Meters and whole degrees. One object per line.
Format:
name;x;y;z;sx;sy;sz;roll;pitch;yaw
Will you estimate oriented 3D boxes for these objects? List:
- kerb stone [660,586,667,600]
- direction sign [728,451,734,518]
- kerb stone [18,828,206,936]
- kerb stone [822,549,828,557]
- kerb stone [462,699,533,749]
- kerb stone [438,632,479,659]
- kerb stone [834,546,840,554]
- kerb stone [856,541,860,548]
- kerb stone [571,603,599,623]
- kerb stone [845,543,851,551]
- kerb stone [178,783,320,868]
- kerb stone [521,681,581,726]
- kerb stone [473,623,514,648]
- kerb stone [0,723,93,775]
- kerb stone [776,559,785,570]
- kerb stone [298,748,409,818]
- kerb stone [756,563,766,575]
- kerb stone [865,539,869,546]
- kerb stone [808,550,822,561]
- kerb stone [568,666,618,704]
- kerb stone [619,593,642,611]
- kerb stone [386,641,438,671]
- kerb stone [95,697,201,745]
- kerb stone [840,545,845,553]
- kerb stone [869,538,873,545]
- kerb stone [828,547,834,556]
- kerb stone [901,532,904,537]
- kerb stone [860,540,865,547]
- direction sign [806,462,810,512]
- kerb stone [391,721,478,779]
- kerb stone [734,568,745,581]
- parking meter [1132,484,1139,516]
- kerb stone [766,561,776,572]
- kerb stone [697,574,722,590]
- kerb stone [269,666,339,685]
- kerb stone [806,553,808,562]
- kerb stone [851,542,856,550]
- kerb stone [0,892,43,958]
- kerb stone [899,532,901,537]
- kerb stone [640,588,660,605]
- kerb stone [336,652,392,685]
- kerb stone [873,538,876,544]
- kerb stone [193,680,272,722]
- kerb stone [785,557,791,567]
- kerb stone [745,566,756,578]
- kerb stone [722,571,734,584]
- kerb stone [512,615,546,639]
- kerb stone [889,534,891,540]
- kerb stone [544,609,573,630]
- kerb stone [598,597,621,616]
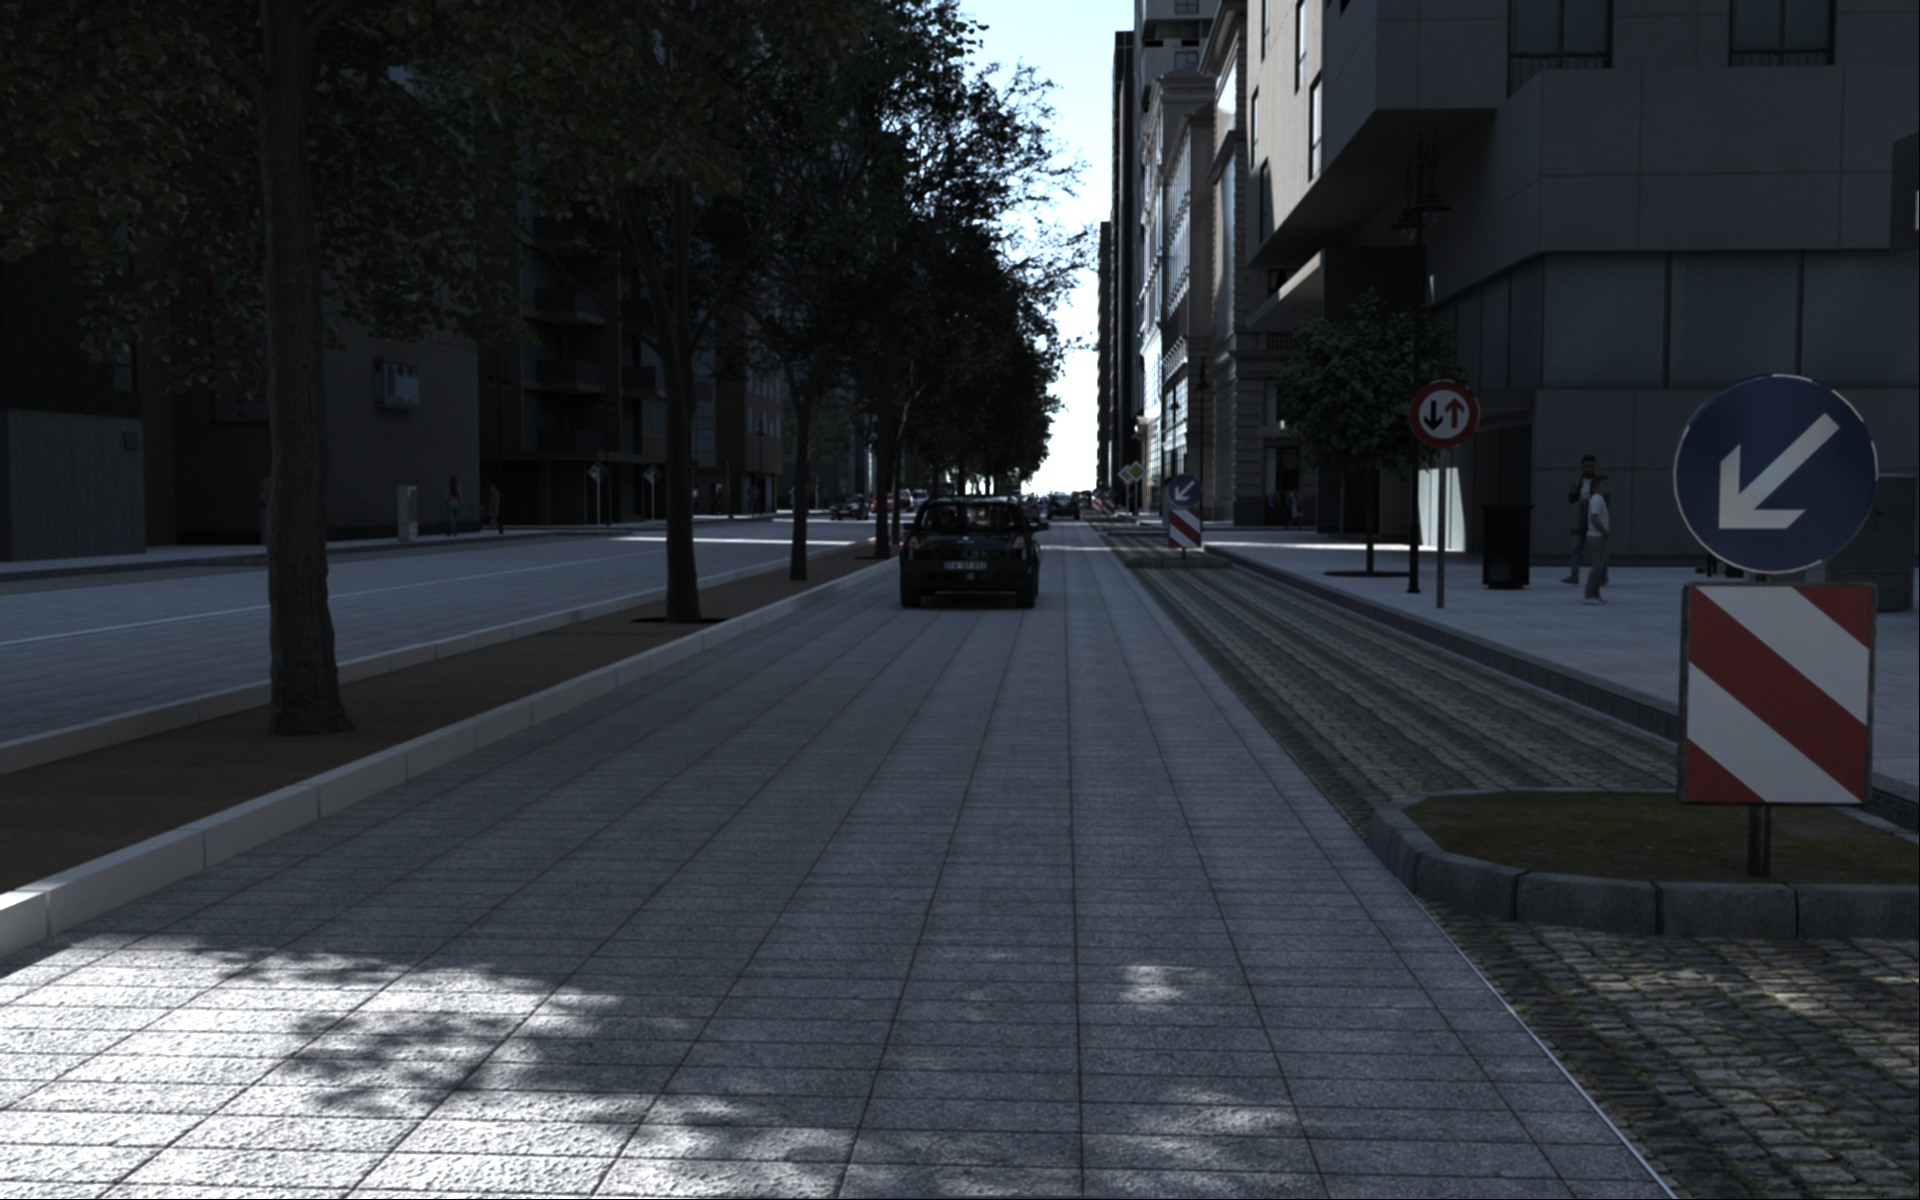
kerb stone;-4.047;-0.085;23.589;0.120;0.150;1.000;0;4;3
direction sign;-12.246;-6.148;92.514;0.379;3.537;0.876;0;4;6
kerb stone;-2.976;0.984;6.112;0.120;0.150;1.000;0;4;3
kerb stone;-3.156;-1.024;38.955;0.120;0.150;1.000;0;4;3
kerb stone;-2.740;0.735;10.197;0.120;0.150;1.000;0;4;3
kerb stone;-4.529;0.422;15.410;0.120;0.150;1.000;0;4;3
kerb stone;-3.035;-1.145;41.002;0.120;0.150;1.000;0;4;3
kerb stone;-2.784;-1.402;45.110;0.120;0.150;1.000;0;4;3
kerb stone;-4.291;0.165;19.493;0.120;0.150;1.000;0;4;3
kerb stone;-2.902;-1.275;43.044;0.120;0.150;1.000;0;4;3
kerb stone;-2.919;0.921;7.132;0.120;0.150;1.000;0;4;3
kerb stone;-2.671;0.671;11.217;0.120;0.150;1.000;0;4;3
kerb stone;-4.473;0.353;16.430;0.120;0.150;1.000;0;4;3
kerb stone;-4.890;0.796;9.270;0.120;0.150;1.000;0;4;3
kerb stone;-3.510;-0.649;32.809;0.120;0.150;1.000;0;4;3
kerb stone;-2.856;0.859;8.155;0.120;0.150;1.000;0;4;3
kerb stone;-3.630;-0.523;30.750;0.120;0.150;1.000;0;4;3
kerb stone;-2.673;-1.525;47.166;0.120;0.150;1.000;0;4;3
kerb stone;-3.209;-0.962;37.929;0.120;0.150;1.000;0;4;3
kerb stone;-2.619;0.609;12.238;0.120;0.150;1.000;0;4;3
kerb stone;-4.171;0.040;21.544;0.120;0.150;1.000;0;4;3
kerb stone;-4.600;0.477;14.390;0.120;0.150;1.000;0;4;3
kerb stone;-4.834;0.728;10.296;0.120;0.150;1.000;0;4;3
kerb stone;-2.962;-1.213;42.024;0.120;0.150;1.000;0;4;3
kerb stone;-2.608;-1.590;48.195;0.120;0.150;1.000;0;4;3
kerb stone;-3.087;-1.087;39.980;0.120;0.150;1.000;0;4;3
kerb stone;-1.995;-2.217;58.450;0.120;0.150;1.000;0;4;3
kerb stone;-2.726;-1.463;46.135;0.120;0.150;1.000;0;4;3
direction sign;-10.670;-7.884;120.894;0.379;3.537;0.876;1;4;20
kerb stone;-2.798;0.797;9.177;0.120;0.150;1.000;0;4;3
kerb stone;-3.753;-0.394;28.703;0.120;0.150;1.000;0;4;3
parking meter;10.392;-5.926;102.600;0.255;1.863;0.399;2;4;31
kerb stone;-3.570;-0.581;31.774;0.120;0.150;1.000;0;4;3
kerb stone;-3.869;-0.273;26.661;0.120;0.150;1.000;0;4;3
kerb stone;-4.713;0.607;12.339;0.120;0.150;1.000;0;4;3
kerb stone;-3.334;-0.834;35.881;0.120;0.150;1.000;0;4;3
kerb stone;-2.842;-1.332;44.073;0.120;0.150;1.000;0;4;3
kerb stone;-3.037;1.046;5.091;0.120;0.150;1.000;0;4;3
kerb stone;-2.118;-2.092;56.397;0.120;0.150;1.000;0;4;3
kerb stone;-4.113;-0.023;22.569;0.120;0.150;1.000;0;4;3
kerb stone;-4.658;0.541;13.365;0.120;0.150;1.000;0;4;3
kerb stone;-2.536;-1.650;49.224;0.120;0.150;1.000;0;4;3
kerb stone;-4.776;0.665;11.317;0.120;0.150;1.000;0;4;3
kerb stone;-3.440;-0.711;33.832;0.120;0.150;1.000;0;4;3
kerb stone;-3.687;-0.461;29.728;0.120;0.150;1.000;0;4;3
kerb stone;-3.807;-0.332;27.682;0.120;0.150;1.000;0;4;3
kerb stone;-4.407;0.290;17.451;0.120;0.150;1.000;0;4;3
kerb stone;-2.184;-2.027;55.372;0.120;0.150;1.000;0;4;3
kerb stone;-4.354;0.228;18.471;0.120;0.150;1.000;0;4;3
kerb stone;-4.233;0.105;20.514;0.120;0.150;1.000;0;4;3
